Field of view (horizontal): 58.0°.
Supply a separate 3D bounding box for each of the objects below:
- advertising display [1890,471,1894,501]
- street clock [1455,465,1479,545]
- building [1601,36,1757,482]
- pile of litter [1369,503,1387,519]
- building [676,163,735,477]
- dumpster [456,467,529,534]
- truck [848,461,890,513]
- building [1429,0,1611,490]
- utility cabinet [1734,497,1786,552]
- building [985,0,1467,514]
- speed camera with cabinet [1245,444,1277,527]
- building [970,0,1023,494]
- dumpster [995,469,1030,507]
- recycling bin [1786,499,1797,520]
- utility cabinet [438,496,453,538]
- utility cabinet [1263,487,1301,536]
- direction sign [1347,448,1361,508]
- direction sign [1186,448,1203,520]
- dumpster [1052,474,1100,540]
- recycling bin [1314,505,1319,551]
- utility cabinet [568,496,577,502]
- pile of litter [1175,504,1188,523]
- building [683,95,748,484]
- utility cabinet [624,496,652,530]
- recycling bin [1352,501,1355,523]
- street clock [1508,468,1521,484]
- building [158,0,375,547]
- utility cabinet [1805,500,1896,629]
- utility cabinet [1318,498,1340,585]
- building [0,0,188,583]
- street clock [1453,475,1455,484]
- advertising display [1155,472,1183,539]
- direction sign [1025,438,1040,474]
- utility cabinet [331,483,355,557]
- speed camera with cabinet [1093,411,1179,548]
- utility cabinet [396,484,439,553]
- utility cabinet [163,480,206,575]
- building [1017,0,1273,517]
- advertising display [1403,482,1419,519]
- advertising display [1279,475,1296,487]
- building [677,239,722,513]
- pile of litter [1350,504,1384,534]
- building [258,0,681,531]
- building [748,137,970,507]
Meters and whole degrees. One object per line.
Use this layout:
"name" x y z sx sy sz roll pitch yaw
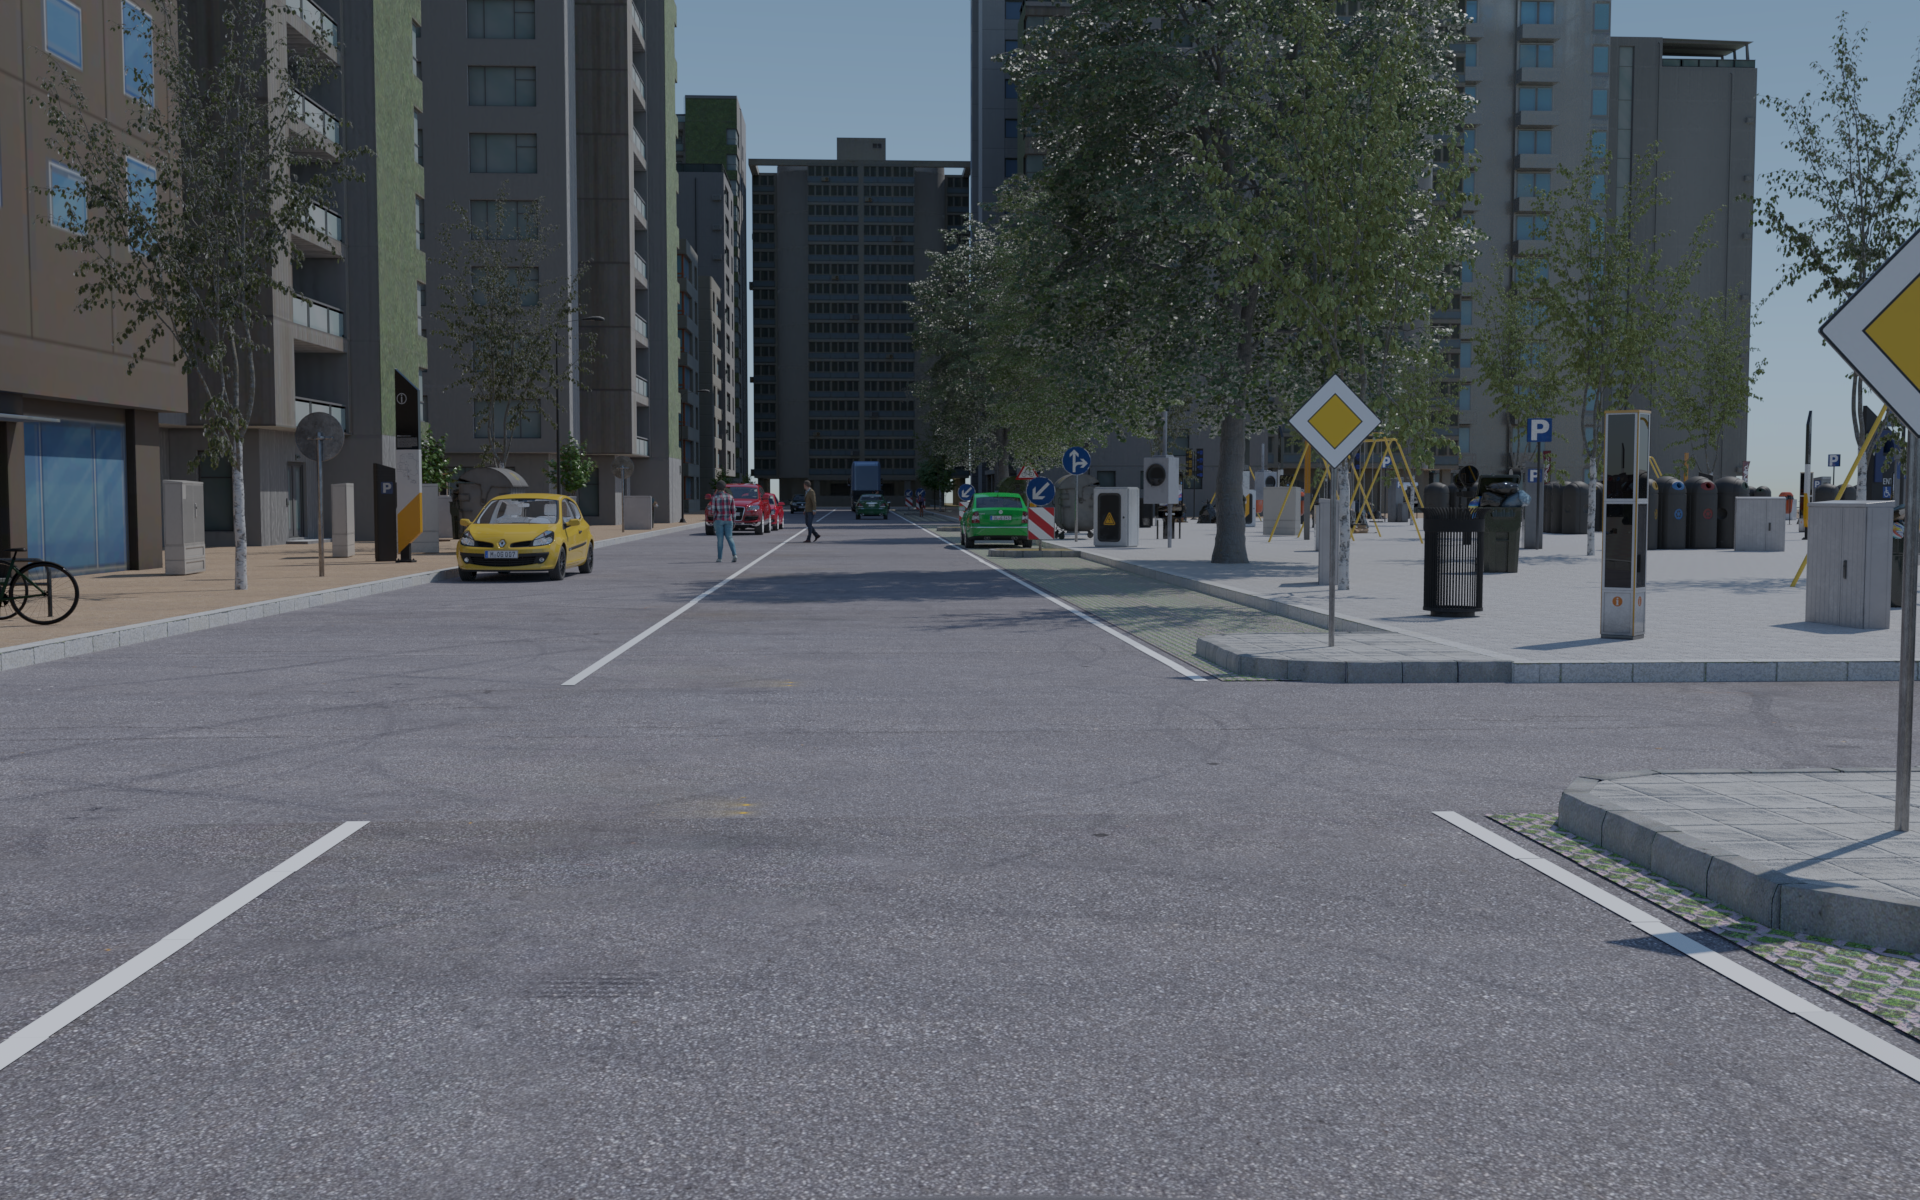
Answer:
"advertising display" 26.534 -2.639 48.369 0.974 1.923 0.123 1 4 18
"street clock" 12.829 -2.395 43.728 0.471 2.002 0.358 0 4 8
"building" 62.563 -29.084 159.116 14.086 41.232 14.154 0 4 -3
"pile of litter" 21.023 -4.588 88.979 1.719 0.858 1.176 2 4 23
"building" -27.239 -23.362 153.675 14.107 30.474 14.160 0 4 -3
"dumpster" -10.224 -1.964 37.872 1.264 1.857 1.865 0 4 -3
"truck" -7.212 -9.004 136.967 2.967 4.110 18.799 0 4 -5
"building" 40.391 -32.618 152.916 30.456 49.044 23.786 0 4 -3
"utility cabinet" 17.946 -1.694 38.860 1.020 1.237 0.306 1 4 20
"building" 18.243 -26.377 123.142 32.217 40.220 23.993 0 4 -3
"speed camera with cabinet" 11.391 -4.471 67.429 2.038 3.252 0.660 -2 4 -32
"building" 11.368 -37.082 148.281 21.231 58.520 28.212 0 4 -3
"dumpster" 2.156 -3.967 67.348 1.502 2.255 1.985 0 4 -3
"recycling bin" 40.545 -4.426 84.917 0.722 1.027 0.722 3 5 42
"utility cabinet" -15.069 -2.415 50.649 1.020 1.237 0.306 -1 4 -23
"utility cabinet" 9.881 -2.719 53.140 1.173 1.500 0.318 3 5 45
"direction sign" 13.775 -4.221 61.016 0.379 3.537 0.876 -2 4 -32
"direction sign" 11.639 -5.751 86.027 0.876 3.537 0.379 1 4 19
"dumpster" 3.332 -2.670 49.405 1.264 1.857 1.865 0 4 -3
"recycling bin" 8.377 -1.623 39.088 0.722 1.027 0.722 1 4 8
"utility cabinet" -10.915 -2.266 48.219 0.306 1.237 1.020 -1 4 -23
"pile of litter" 9.763 -3.926 78.161 1.176 0.858 1.719 1 4 19
"building" -29.553 -30.419 180.947 14.086 41.232 14.154 0 4 -3
"utility cabinet" -11.609 -3.126 62.274 1.020 1.237 0.306 0 4 -2
"recycling bin" 13.798 -3.057 62.530 0.722 1.027 0.722 0 4 -7
"street clock" 15.216 -2.631 47.592 0.358 2.002 0.471 0 4 -1
"building" -22.576 -22.029 43.770 14.154 41.232 14.086 0 4 -3
"utility cabinet" 8.669 -0.352 16.918 0.306 1.237 1.020 0 4 -3
"utility cabinet" 5.311 -0.837 24.847 0.306 1.237 1.020 1 4 13
"building" -20.002 -22.724 21.656 14.600 45.320 14.200 0 4 -3
"street clock" 16.851 -3.290 58.357 0.471 2.002 0.358 0 4 4
"advertising display" 5.965 -2.704 49.432 0.974 1.923 0.123 -2 4 -35
"direction sign" 2.885 -4.707 68.953 0.379 3.537 0.876 -3 5 -40
"utility cabinet" -12.577 -1.627 35.278 0.318 1.500 1.173 -1 4 -13
"speed camera with cabinet" 4.225 -2.895 41.676 2.038 3.252 0.660 2 4 34
"utility cabinet" -11.842 -1.747 37.237 1.173 1.500 0.318 -2 4 -29
"utility cabinet" -12.382 -1.162 27.681 0.318 1.500 1.173 -1 4 -9
"building" 10.226 -20.305 103.685 14.160 30.474 14.107 0 4 -3
"advertising display" 23.255 -5.164 89.651 0.974 1.923 0.123 0 4 -7
"advertising display" 10.946 -3.221 57.870 0.123 1.923 0.974 -1 4 -17
"building" -33.150 -17.497 131.116 27.650 21.520 28.899 0 4 -3
"pile of litter" 12.850 -2.611 56.659 1.719 0.858 1.176 0 4 2
"building" -19.602 -23.780 72.396 14.154 41.232 14.086 0 4 -3
"building" -10.900 -30.553 191.422 23.993 40.220 32.217 0 4 -3
